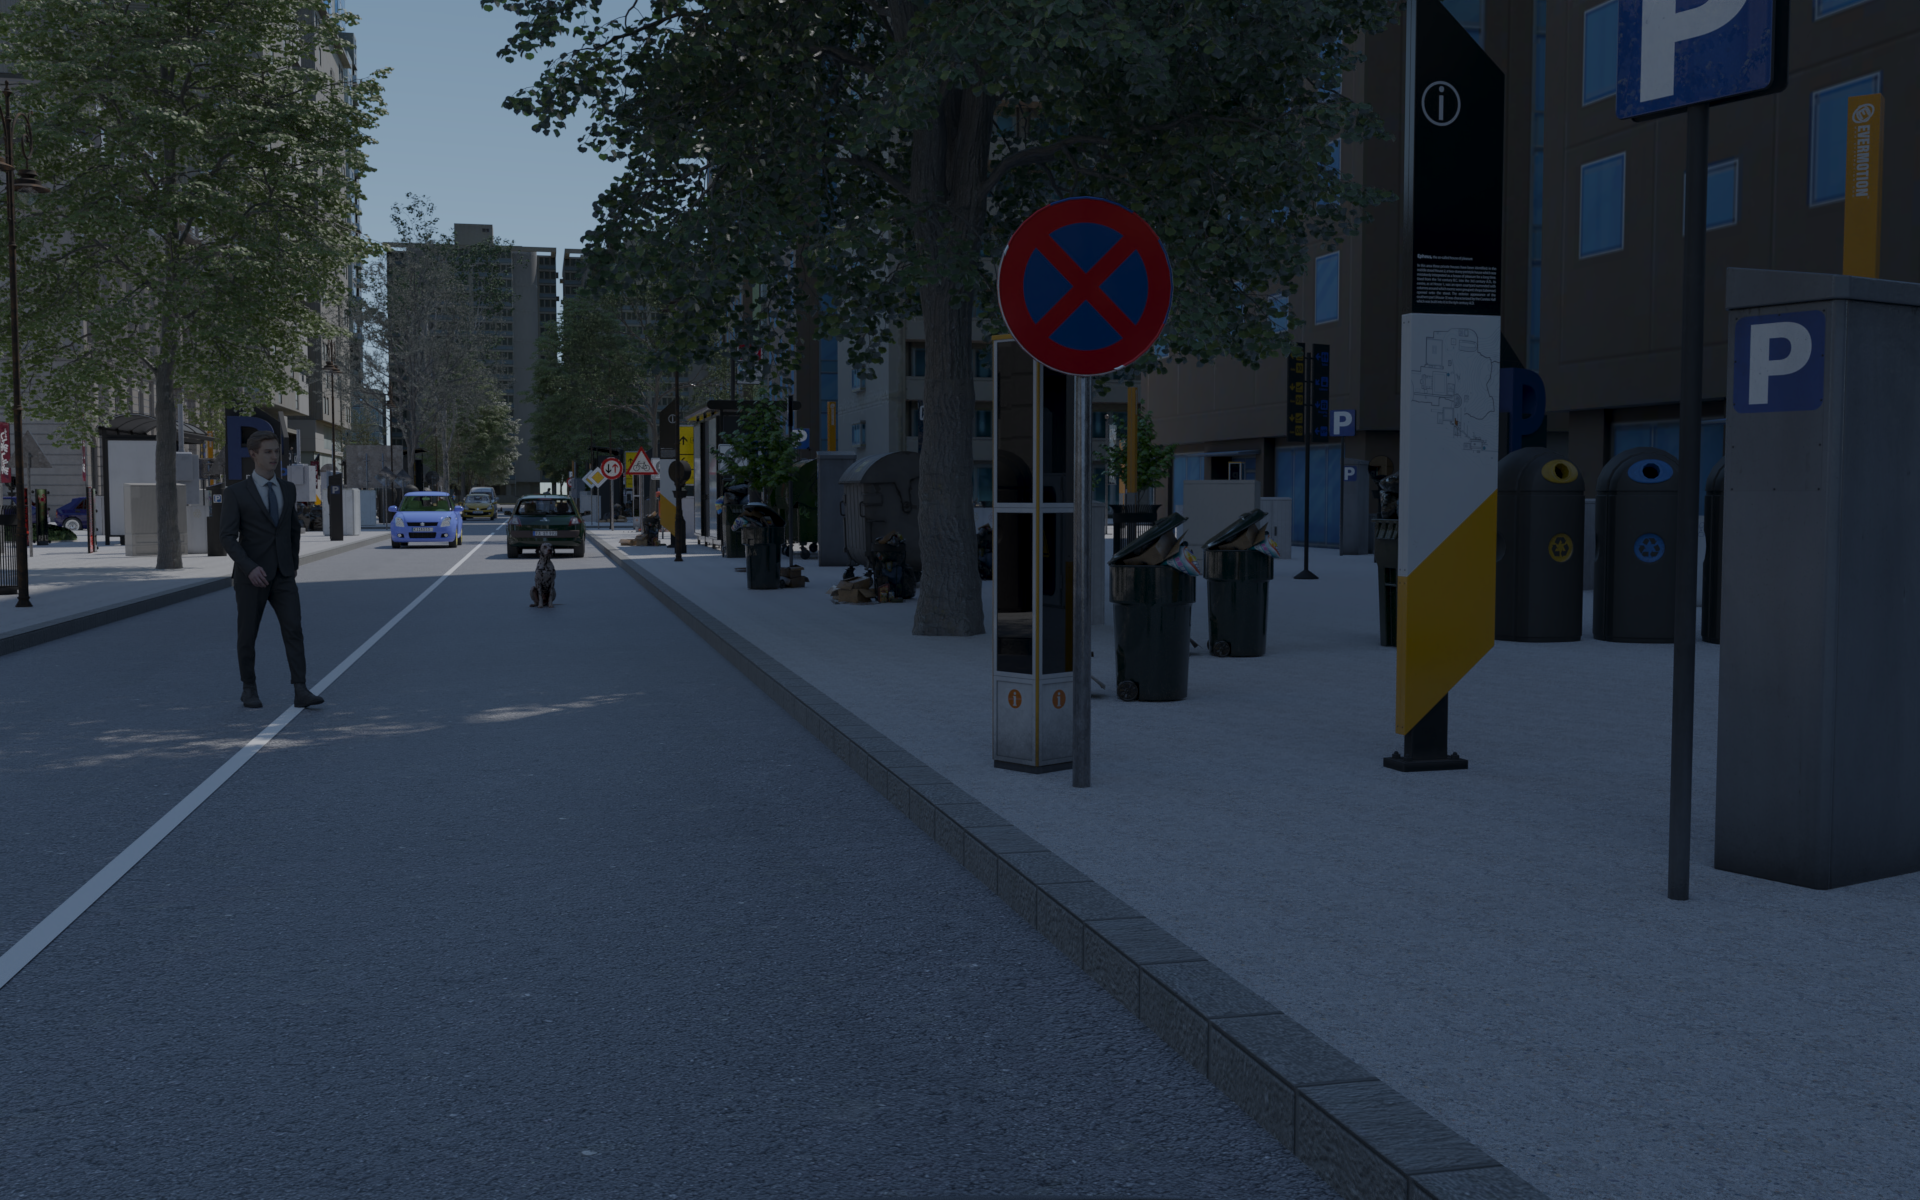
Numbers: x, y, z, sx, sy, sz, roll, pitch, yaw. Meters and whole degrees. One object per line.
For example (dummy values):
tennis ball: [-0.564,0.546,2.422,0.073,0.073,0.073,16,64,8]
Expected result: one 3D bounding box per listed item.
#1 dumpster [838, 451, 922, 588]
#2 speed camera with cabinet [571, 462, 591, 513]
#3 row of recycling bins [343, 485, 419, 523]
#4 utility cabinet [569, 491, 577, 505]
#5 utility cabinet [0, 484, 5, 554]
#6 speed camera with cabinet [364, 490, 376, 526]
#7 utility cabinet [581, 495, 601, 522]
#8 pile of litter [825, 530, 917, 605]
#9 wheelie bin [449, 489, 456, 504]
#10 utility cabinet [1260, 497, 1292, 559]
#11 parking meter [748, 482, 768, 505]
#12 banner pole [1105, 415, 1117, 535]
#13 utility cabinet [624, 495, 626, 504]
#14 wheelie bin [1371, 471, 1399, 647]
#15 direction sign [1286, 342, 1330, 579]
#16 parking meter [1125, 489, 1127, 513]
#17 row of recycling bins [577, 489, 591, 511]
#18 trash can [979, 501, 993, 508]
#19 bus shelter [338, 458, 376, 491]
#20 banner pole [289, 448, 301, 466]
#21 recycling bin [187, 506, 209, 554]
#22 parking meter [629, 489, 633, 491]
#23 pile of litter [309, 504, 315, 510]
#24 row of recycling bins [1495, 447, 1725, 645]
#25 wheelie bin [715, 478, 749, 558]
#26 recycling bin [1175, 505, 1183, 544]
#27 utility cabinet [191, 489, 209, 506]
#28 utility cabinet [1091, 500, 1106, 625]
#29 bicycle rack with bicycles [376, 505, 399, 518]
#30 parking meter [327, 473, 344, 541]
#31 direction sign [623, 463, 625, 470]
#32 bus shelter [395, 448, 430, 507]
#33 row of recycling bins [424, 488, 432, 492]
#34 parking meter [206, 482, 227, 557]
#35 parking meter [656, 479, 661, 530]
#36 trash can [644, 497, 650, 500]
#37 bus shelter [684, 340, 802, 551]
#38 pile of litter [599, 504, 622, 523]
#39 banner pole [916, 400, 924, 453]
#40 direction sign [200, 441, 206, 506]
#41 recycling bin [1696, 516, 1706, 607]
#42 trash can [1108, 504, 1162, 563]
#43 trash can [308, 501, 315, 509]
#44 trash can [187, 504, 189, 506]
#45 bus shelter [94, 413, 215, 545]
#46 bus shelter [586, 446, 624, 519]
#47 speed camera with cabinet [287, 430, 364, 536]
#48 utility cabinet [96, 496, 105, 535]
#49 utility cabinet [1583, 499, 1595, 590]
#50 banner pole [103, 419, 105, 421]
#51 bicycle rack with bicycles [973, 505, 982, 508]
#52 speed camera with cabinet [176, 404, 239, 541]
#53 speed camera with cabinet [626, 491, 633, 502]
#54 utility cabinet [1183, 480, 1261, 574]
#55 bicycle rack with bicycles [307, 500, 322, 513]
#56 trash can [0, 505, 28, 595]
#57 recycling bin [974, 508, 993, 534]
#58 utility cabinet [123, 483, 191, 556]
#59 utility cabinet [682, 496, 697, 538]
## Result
dumpster: [-0.934,-1.129,24.214,1.264,1.857,1.865,-1,4,-14]
speed camera with cabinet: [-21.710,-6.457,99.906,0.660,3.252,2.038,-3,4,-39]
row of recycling bins: [-25.569,-4.217,76.056,3.534,1.692,1.069,-1,4,-18]
utility cabinet: [-28.317,-7.305,128.108,1.173,1.500,0.318,2,4,24]
utility cabinet: [-20.872,-1.735,37.045,1.173,1.500,0.318,3,5,40]
speed camera with cabinet: [-24.479,-4.586,69.315,2.038,3.252,0.660,-3,5,-44]
utility cabinet: [-17.107,-4.230,80.326,1.020,1.237,0.306,2,4,34]
pile of litter: [-1.103,-0.421,20.842,1.176,0.858,1.719,2,4,26]
wheelie bin: [-34.703,-6.675,117.046,0.980,1.594,0.693,3,4,37]
utility cabinet: [6.013,-1.408,34.190,1.020,1.237,0.306,0,4,-1]
parking meter: [-3.870,-1.515,33.174,0.372,1.533,0.369,0,3,0]
banner pole: [4.762,-3.970,54.934,0.401,3.779,0.863,2,4,34]
utility cabinet: [-20.372,-5.690,104.196,1.020,1.237,0.306,-3,5,-43]
wheelie bin: [3.844,-0.398,14.422,0.693,1.594,0.980,-1,4,-14]
direction sign: [5.233,-2.085,26.084,0.876,3.537,0.379,-2,4,-35]
parking meter: [7.573,-4.404,77.711,0.255,1.863,0.399,-3,4,-37]
row of recycling bins: [-22.857,-6.269,109.614,1.069,1.692,3.534,2,4,29]
trash can: [0.769,-1.527,36.618,0.748,1.137,0.748,0,3,0]
bus shelter: [-31.725,-6.013,92.233,2.014,3.302,5.546,-1,4,-14]
banner pole: [-35.846,-6.324,93.422,0.401,3.779,0.863,1,4,22]
recycling bin: [-16.450,-1.517,37.351,0.722,1.027,0.722,3,5,39]
parking meter: [-27.181,-8.399,143.027,0.255,1.863,0.399,0,4,6]
pile of litter: [-29.845,-4.084,80.735,1.176,0.858,1.719,-2,4,-32]
row of recycling bins: [6.368,-0.484,15.030,3.534,1.692,1.069,1,4,14]
wheelie bin: [-4.427,-1.652,34.913,0.980,1.594,0.693,-1,4,-15]
recycling bin: [5.324,-1.666,39.800,0.722,1.027,0.722,0,4,5]
utility cabinet: [-33.604,-4.178,76.988,1.173,1.500,0.318,-3,5,-41]
utility cabinet: [0.902,-0.355,16.965,1.020,1.237,0.306,-1,4,-18]
bicycle rack with bicycles: [-27.932,-4.420,85.649,2.925,0.926,2.852,-3,5,-40]
parking meter: [-17.125,-2.554,47.467,0.399,1.863,0.255,-1,4,-20]
direction sign: [-24.960,-8.279,127.359,0.876,3.537,0.379,2,4,25]
bus shelter: [-28.791,-6.074,90.592,1.731,3.624,6.357,-1,4,-14]
row of recycling bins: [-34.815,-6.333,110.661,1.069,1.692,3.534,-3,5,-44]
parking meter: [-15.322,-1.668,35.683,0.372,1.533,0.369,0,3,0]
parking meter: [-10.928,-3.471,62.465,0.255,1.863,0.399,2,4,30]
trash can: [-13.825,-3.974,76.630,0.748,1.137,0.748,0,3,0]
bus shelter: [-5.587,-3.987,42.823,2.179,5.291,8.768,-1,4,-14]
pile of litter: [-15.531,-3.929,78.198,1.719,0.858,1.176,1,4,9]
banner pole: [-0.595,-3.100,40.708,0.863,3.779,0.401,0,4,0]
direction sign: [-32.322,-5.016,74.003,0.379,3.537,0.876,-1,4,-12]
recycling bin: [8.309,-0.457,20.033,0.722,1.027,0.722,1,4,10]
trash can: [2.419,-0.752,23.950,0.748,1.137,0.748,0,3,0]
trash can: [-42.330,-6.217,113.309,0.748,1.137,0.748,0,3,0]
trash can: [-40.443,-4.797,90.081,0.748,1.137,0.748,0,3,0]
bus shelter: [-21.276,-3.179,45.896,2.014,3.302,5.546,-1,4,-14]
bus shelter: [-17.824,-5.855,87.006,1.731,3.624,6.357,-1,4,-14]
speed camera with cabinet: [-19.601,-3.611,53.374,2.038,3.252,0.660,0,4,1]
utility cabinet: [-26.864,-2.625,54.076,1.020,1.237,0.306,3,5,40]
utility cabinet: [8.408,-0.743,23.308,1.020,1.237,0.306,-2,4,-35]
banner pole: [-27.732,-4.081,56.749,0.863,3.779,0.401,-3,5,-44]
bicycle rack with bicycles: [2.232,-4.403,85.378,2.852,0.926,2.925,-1,4,-14]
speed camera with cabinet: [-16.732,-2.713,38.697,2.038,3.252,0.660,-3,5,-43]
speed camera with cabinet: [-18.890,-6.542,101.291,0.660,3.252,2.038,-2,4,-32]
utility cabinet: [4.126,-1.139,27.303,1.173,1.500,0.318,2,4,28]
bicycle rack with bicycles: [-49.326,-7.308,132.867,2.852,0.926,2.925,0,4,-6]
trash can: [-12.311,-0.640,22.123,0.748,1.137,0.748,0,3,0]
recycling bin: [0.438,-1.181,31.856,0.722,1.027,0.722,0,4,3]
utility cabinet: [-16.522,-1.647,35.604,0.318,1.500,1.173,3,4,37]
utility cabinet: [-7.706,-2.401,50.425,1.020,1.237,0.306,2,4,25]
